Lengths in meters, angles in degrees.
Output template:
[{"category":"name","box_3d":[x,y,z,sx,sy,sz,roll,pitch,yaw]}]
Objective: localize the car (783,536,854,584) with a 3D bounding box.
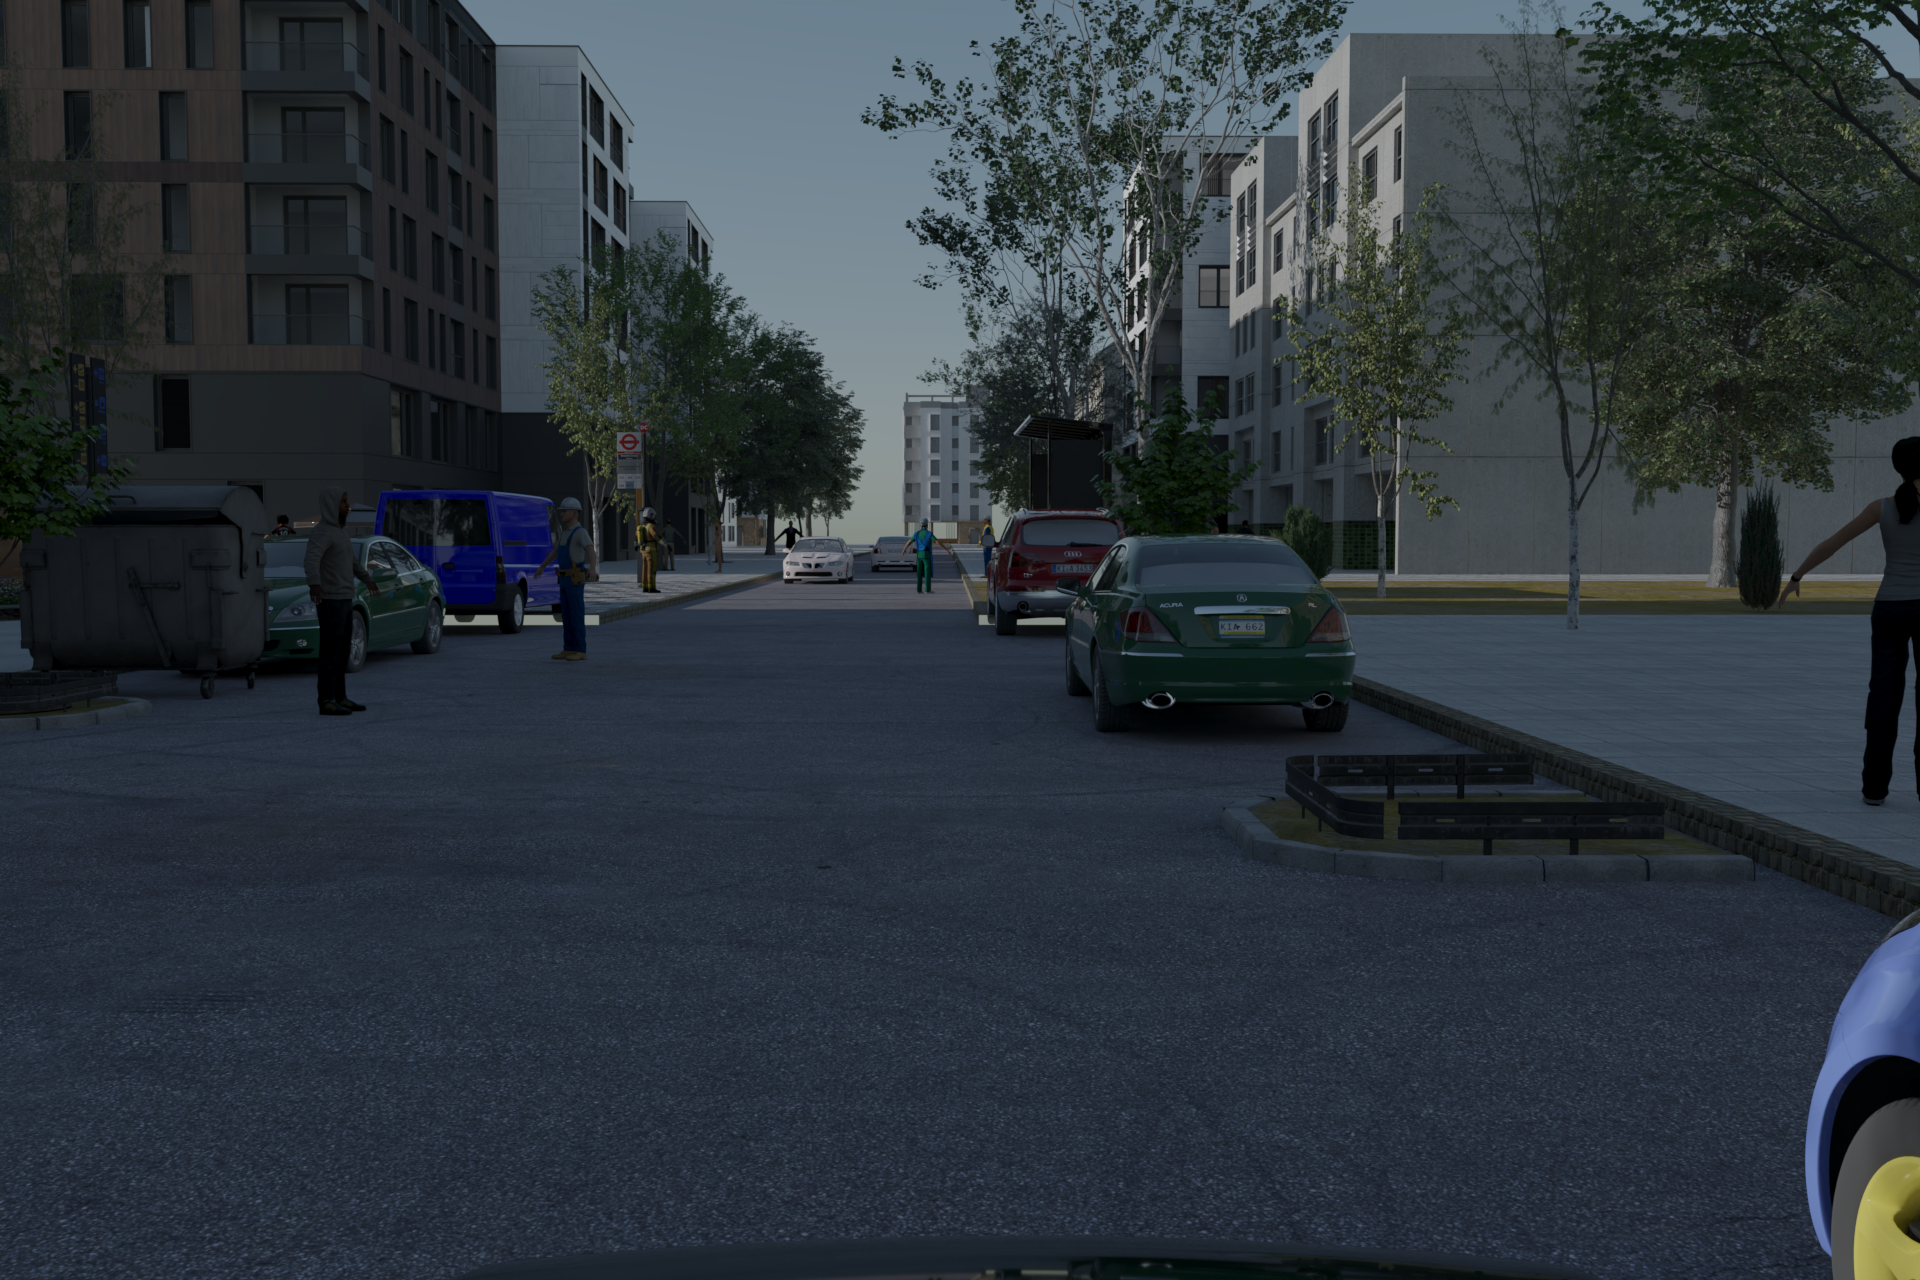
[{"category":"car","box_3d":[-4.166,-2.391,51.448,2.083,1.381,4.827,0,4,0]}]

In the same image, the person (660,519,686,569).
[{"category":"person","box_3d":[-10.218,-3.329,60.701,1.348,1.796,0.705,-2,4,-28]}]

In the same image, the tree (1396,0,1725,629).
[{"category":"tree","box_3d":[8.463,-4.461,23.303,4.360,8.622,3.978,0,3,0]}]

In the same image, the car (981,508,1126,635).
[{"category":"car","box_3d":[1.476,-1.063,26.058,2.281,1.827,5.304,0,4,-1]}]

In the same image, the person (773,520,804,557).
[{"category":"person","box_3d":[-6.392,-3.627,65.529,1.346,1.802,0.704,-1,4,-11]}]

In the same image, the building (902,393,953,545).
[{"category":"building","box_3d":[-7.140,-22.312,223.677,11.380,20.090,16.016,0,4,2]}]

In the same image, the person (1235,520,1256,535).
[{"category":"person","box_3d":[9.327,-3.043,56.476,1.216,1.740,0.721,2,4,28]}]

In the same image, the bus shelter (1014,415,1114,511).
[{"category":"bus shelter","box_3d":[2.182,-2.811,37.240,1.731,3.624,6.357,0,4,-1]}]

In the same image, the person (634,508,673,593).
[{"category":"person","box_3d":[-6.743,-1.956,37.746,0.705,1.858,1.354,-3,5,-44]}]

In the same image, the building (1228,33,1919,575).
[{"category":"building","box_3d":[21.960,-12.455,70.100,16.747,18.905,31.486,0,4,-1]}]

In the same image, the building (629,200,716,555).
[{"category":"building","box_3d":[-30.616,-15.907,104.047,27.936,21.610,32.646,0,4,-1]}]

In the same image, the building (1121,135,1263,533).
[{"category":"building","box_3d":[23.568,-16.003,105.625,27.936,21.610,32.646,0,4,-1]}]

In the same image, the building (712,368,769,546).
[{"category":"building","box_3d":[-26.784,-20.235,187.265,16.016,20.090,11.380,0,4,0]}]

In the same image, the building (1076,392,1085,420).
[{"category":"building","box_3d":[22.003,-22.015,190.877,19.493,23.208,18.063,0,3,0]}]

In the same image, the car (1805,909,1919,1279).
[{"category":"car","box_3d":[2.275,0.498,1.449,1.945,1.707,3.694,0,4,-1]}]

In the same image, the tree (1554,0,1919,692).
[{"category":"tree","box_3d":[8.390,-5.382,13.744,9.928,11.665,9.643,0,3,0]}]

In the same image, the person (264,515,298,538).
[{"category":"person","box_3d":[-18.985,-2.595,48.569,1.345,1.843,0.704,-2,4,-32]}]

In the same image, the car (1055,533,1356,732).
[{"category":"car","box_3d":[1.873,-0.133,13.971,2.131,1.459,4.920,0,4,-1]}]

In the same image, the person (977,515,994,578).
[{"category":"person","box_3d":[0.774,-2.719,50.418,0.705,1.833,1.349,1,4,14]}]

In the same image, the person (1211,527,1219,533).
[{"category":"person","box_3d":[4.717,-1.390,31.994,0.991,1.433,0.599,0,4,-6]}]

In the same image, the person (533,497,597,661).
[{"category":"person","box_3d":[-4.442,-0.697,19.716,0.705,1.847,1.347,-3,5,-41]}]

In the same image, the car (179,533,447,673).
[{"category":"car","box_3d":[-7.160,-0.461,19.340,2.131,1.459,4.920,0,4,-1]}]

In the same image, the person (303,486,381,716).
[{"category":"person","box_3d":[-4.959,-0.320,13.819,0.705,1.813,1.348,0,4,1]}]

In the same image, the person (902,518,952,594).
[{"category":"person","box_3d":[-0.840,-2.027,41.717,1.347,1.817,0.704,2,4,29]}]

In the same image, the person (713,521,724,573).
[{"category":"person","box_3d":[-8.097,-3.106,57.592,0.721,1.733,1.217,-1,4,-13]}]

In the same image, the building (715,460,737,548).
[{"category":"building","box_3d":[-26.336,-13.930,169.902,9.099,9.664,28.070,0,4,0]}]

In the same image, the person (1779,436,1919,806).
[{"category":"person","box_3d":[4.498,-0.083,8.161,1.217,1.737,0.721,3,5,40]}]

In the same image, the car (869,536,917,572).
[{"category":"car","box_3d":[-2.468,-3.317,66.587,2.083,1.381,4.827,0,4,-2]}]

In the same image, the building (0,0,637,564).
[{"category":"building","box_3d":[-29.789,-13.844,70.329,27.936,21.610,32.646,0,4,-1]}]

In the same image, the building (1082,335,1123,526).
[{"category":"building","box_3d":[21.089,-19.754,153.901,19.493,23.208,18.063,0,4,-1]}]
